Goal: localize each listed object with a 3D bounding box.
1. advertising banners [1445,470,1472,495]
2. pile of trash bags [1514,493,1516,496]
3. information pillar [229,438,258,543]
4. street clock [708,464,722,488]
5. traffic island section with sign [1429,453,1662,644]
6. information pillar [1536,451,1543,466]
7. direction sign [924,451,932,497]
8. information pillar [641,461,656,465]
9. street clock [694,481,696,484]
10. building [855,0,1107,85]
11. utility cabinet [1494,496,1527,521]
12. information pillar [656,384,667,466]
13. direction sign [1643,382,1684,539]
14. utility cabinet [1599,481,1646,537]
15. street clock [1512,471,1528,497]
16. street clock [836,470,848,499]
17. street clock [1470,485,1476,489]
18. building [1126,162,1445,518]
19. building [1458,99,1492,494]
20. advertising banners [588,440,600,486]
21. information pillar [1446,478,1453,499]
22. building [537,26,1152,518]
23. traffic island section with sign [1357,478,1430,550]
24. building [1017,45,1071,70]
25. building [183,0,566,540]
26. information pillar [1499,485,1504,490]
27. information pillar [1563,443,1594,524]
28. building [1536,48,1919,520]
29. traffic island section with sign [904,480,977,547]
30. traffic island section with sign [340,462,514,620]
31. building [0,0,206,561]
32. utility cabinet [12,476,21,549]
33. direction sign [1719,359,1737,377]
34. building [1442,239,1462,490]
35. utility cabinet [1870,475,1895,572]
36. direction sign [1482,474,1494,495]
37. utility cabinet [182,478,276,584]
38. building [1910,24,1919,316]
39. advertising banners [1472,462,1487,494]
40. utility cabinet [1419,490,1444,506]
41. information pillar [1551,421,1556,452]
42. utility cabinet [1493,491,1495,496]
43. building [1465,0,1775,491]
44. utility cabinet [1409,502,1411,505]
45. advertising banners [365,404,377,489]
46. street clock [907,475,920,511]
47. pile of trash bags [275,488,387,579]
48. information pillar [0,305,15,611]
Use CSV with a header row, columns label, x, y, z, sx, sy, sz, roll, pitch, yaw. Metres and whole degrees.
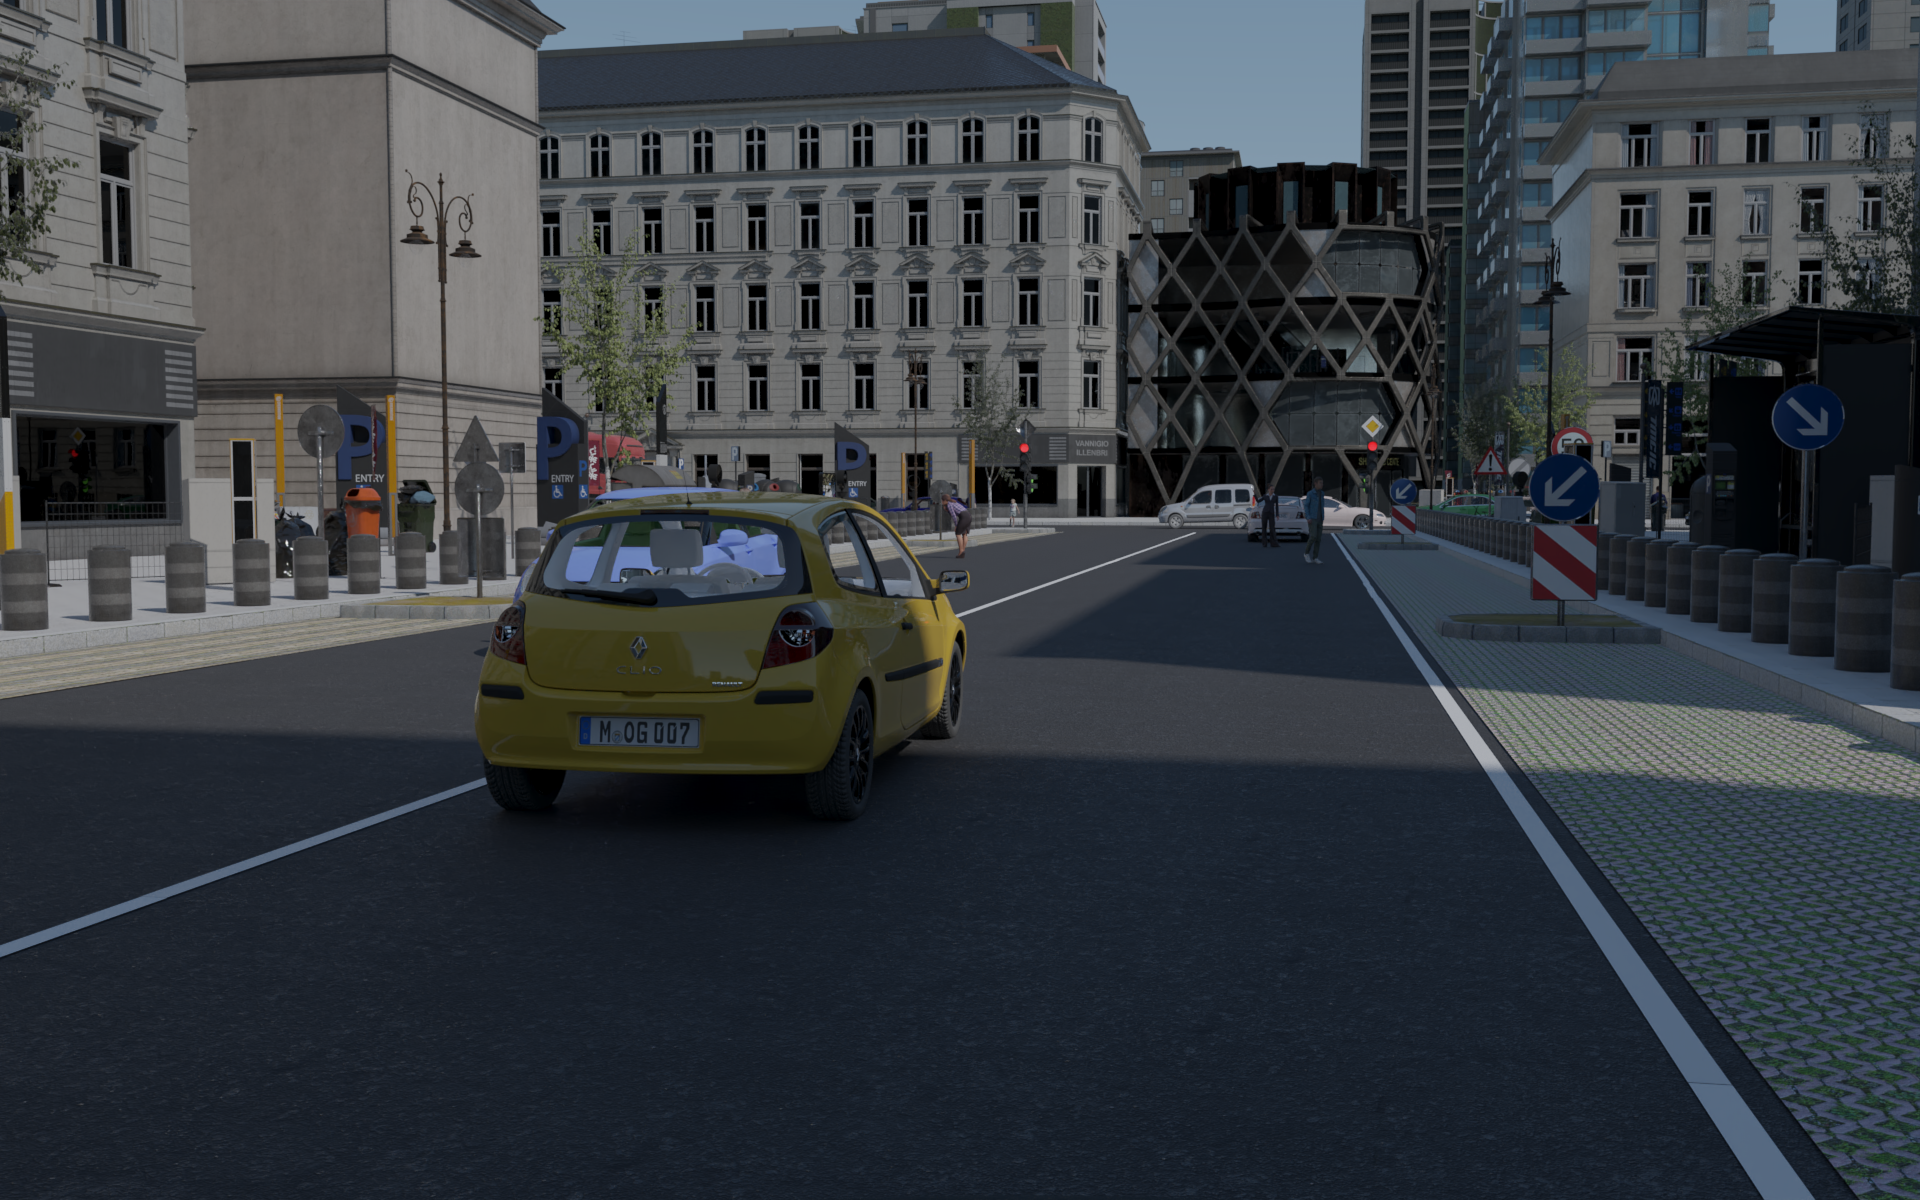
label,x,y,z,sx,sy,sz,roll,pitch,yaw
advertising banners,36.845,-8.056,127.907,2.074,3.025,0.090,1,4,13
pile of trash bags,34.350,-6.211,111.301,3.447,1.369,1.912,1,4,19
information pillar,-9.519,-1.135,23.043,0.304,2.012,0.304,-1,4,-17
street clock,-5.966,-2.304,42.235,0.358,2.002,0.471,1,4,10
traffic island section with sign,5.883,-0.544,17.523,1.989,1.847,2.006,1,4,11
information pillar,30.817,-6.160,92.078,0.504,3.616,0.183,1,4,19
direction sign,-1.669,-6.104,91.795,0.379,3.537,0.876,2,4,26
information pillar,-6.833,-2.055,38.091,0.304,2.012,0.304,0,4,-5
street clock,-14.263,-5.351,92.063,0.358,2.002,0.471,3,5,42
building,2.553,-40.453,203.413,28.212,58.520,21.231,1,4,11
utility cabinet,15.827,-2.363,49.799,1.020,1.237,0.306,-2,4,-28
information pillar,-6.299,-2.769,36.631,0.183,3.616,0.504,1,4,9
direction sign,14.152,-2.628,34.971,0.876,3.537,0.379,-1,4,-9
utility cabinet,11.587,-1.320,30.261,1.173,1.500,0.318,-3,5,-44
street clock,17.810,-3.090,55.085,0.471,2.002,0.358,-2,4,-26
street clock,-3.528,-2.889,51.801,0.358,2.002,0.471,1,4,11
street clock,42.855,-8.578,144.821,0.471,2.002,0.358,1,4,16
building,18.472,-14.086,97.755,16.811,18.784,16.820,1,4,11
building,59.651,-30.457,181.561,14.154,41.232,14.086,1,4,11
advertising banners,-11.366,-3.712,56.878,2.074,3.025,0.090,-3,5,-39
information pillar,22.167,-4.522,78.421,0.304,2.012,0.304,1,4,18
building,-11.522,-19.963,102.803,44.131,29.872,17.030,1,4,11
traffic island section with sign,11.351,-2.222,44.951,1.989,1.847,2.006,1,4,11
building,-0.335,-31.465,169.073,22.147,44.769,28.867,1,4,11
building,-23.167,-11.514,52.877,19.286,19.102,10.561,1,4,11
information pillar,41.379,-7.826,132.454,0.304,2.012,0.304,2,4,27
information pillar,8.910,-1.255,25.008,0.304,2.012,0.304,-1,4,-10
building,46.851,-15.764,91.024,30.059,22.955,16.112,1,4,11
traffic island section with sign,-0.580,-2.385,47.625,1.989,1.847,2.006,1,4,11
traffic island section with sign,-5.969,-0.734,20.623,1.989,1.847,2.006,1,4,11
building,-27.990,-14.861,19.389,17.030,29.872,44.131,1,4,11
utility cabinet,-11.518,-0.721,20.472,0.318,1.500,1.173,0,4,-6
direction sign,12.987,-2.287,29.387,0.379,3.537,0.876,3,5,40
building,61.938,-25.953,196.039,14.160,30.474,14.107,1,4,11
utility cabinet,11.232,-0.707,20.244,0.318,1.500,1.173,-1,4,-22
direction sign,31.895,-6.891,104.660,0.379,3.537,0.876,-2,4,-29
utility cabinet,-10.422,-0.980,24.704,1.173,1.500,0.318,-3,5,-41
building,29.786,-12.991,31.470,14.314,24.678,30.058,1,4,11
advertising banners,28.646,-6.057,95.216,0.090,3.025,2.074,0,4,1
utility cabinet,23.288,-4.705,85.601,1.173,1.500,0.318,3,5,42
information pillar,18.942,-3.922,55.472,0.183,3.616,0.504,0,4,5
utility cabinet,43.475,-8.121,141.462,0.318,1.500,1.173,-1,4,-19
building,59.696,-32.969,158.649,23.786,49.044,30.456,1,4,11
utility cabinet,27.777,-5.882,107.332,0.306,1.237,1.020,1,4,12
advertising banners,-11.853,-2.354,34.684,0.090,3.025,2.074,-2,4,-28
street clock,-1.775,-3.745,65.802,0.471,2.002,0.358,-1,4,-17
pile of trash bags,-10.047,-1.054,26.992,3.447,1.369,1.912,3,5,40
information pillar,-10.579,-1.693,19.034,0.504,3.616,0.183,3,5,39
